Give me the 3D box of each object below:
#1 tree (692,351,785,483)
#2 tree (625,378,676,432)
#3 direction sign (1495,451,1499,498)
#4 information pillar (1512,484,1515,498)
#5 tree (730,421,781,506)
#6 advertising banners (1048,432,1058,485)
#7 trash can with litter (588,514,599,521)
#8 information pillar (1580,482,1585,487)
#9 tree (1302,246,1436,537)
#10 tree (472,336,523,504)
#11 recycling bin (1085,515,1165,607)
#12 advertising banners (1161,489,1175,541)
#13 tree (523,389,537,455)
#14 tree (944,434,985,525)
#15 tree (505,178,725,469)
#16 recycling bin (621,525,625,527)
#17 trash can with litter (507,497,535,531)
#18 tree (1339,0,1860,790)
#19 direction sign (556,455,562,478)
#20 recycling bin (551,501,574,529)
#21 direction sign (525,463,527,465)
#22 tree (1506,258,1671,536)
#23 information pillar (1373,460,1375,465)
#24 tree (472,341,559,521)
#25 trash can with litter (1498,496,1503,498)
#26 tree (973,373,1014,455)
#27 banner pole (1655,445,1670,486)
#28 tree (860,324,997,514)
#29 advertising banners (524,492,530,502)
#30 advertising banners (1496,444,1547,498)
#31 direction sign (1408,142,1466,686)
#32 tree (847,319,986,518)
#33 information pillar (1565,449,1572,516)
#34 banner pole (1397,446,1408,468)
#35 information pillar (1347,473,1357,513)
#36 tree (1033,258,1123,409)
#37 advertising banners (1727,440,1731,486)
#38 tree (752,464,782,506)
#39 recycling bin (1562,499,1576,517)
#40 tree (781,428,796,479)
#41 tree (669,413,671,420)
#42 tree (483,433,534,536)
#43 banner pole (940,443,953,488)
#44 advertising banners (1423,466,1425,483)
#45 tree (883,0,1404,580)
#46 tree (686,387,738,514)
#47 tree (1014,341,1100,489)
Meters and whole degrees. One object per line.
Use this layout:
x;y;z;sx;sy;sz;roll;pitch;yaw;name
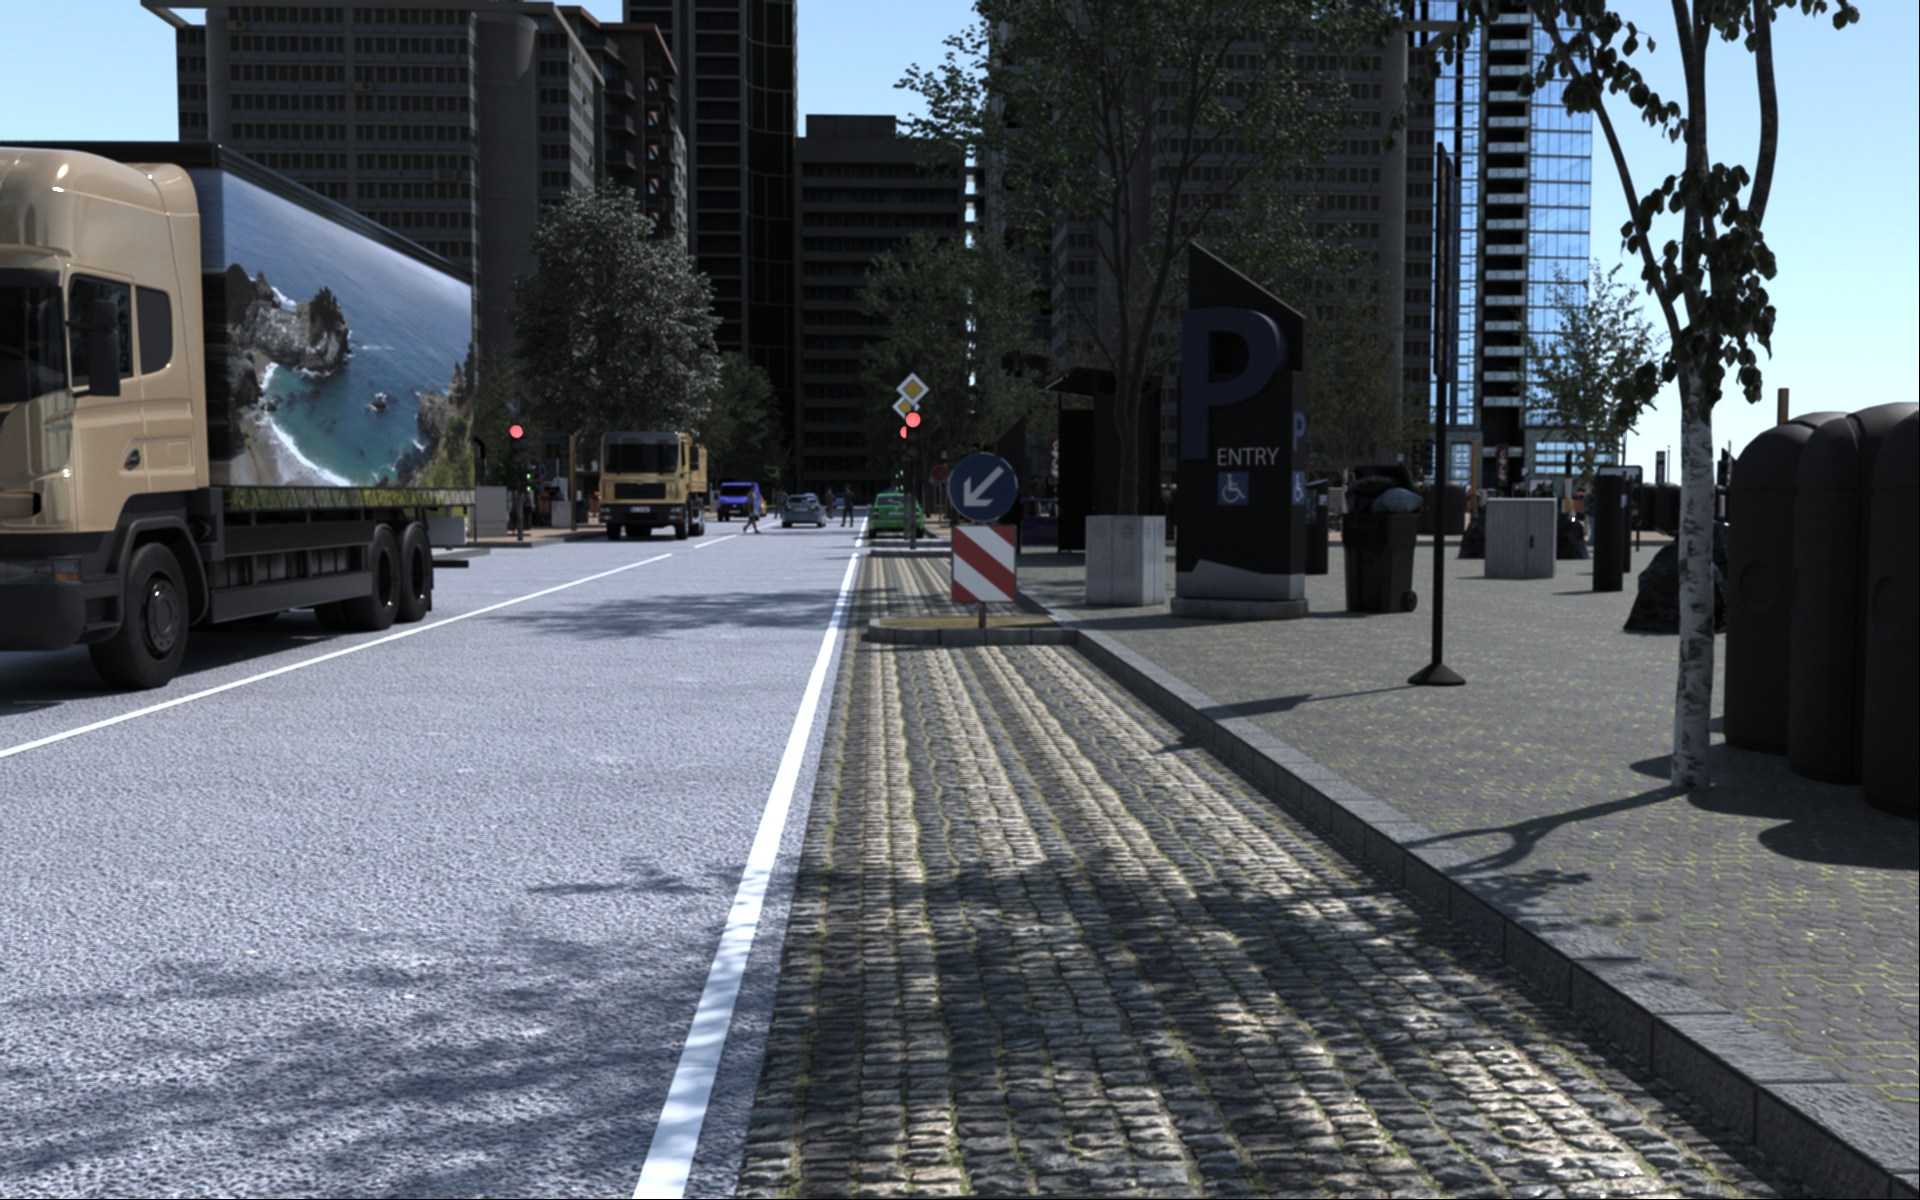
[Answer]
-17.717;-13.412;137.415;7.486;12.596;7.792;0;3;0;tree
-19.541;-9.616;107.590;4.360;8.622;3.978;0;3;0;tree
28.493;-6.098;91.701;0.379;3.537;0.876;0;4;-3;direction sign
39.211;-7.217;122.487;0.304;2.012;0.304;0;4;6;information pillar
-18.960;-12.524;155.122;4.360;8.622;3.978;0;3;0;tree
3.209;-3.198;48.471;0.090;3.025;2.074;-3;5;-42;advertising banners
-16.800;-4.407;83.109;1.678;1.210;2.233;-1;4;-10;trash can with litter
36.806;-5.985;102.344;0.304;2.012;0.304;0;4;6;information pillar
11.280;-6.187;51.519;4.737;8.622;4.395;0;3;0;tree
-22.511;-7.765;77.317;4.360;8.622;3.978;0;3;0;tree
1.920;-0.460;20.081;0.722;1.027;0.722;2;4;30;recycling bin
6.426;-3.164;47.918;2.074;3.025;0.090;-1;4;-13;advertising banners
-29.850;-10.064;114.914;4.360;8.622;3.978;0;3;0;tree
0.442;-3.743;55.797;1.663;3.219;1.824;0;3;0;tree
-13.752;-10.004;70.226;9.857;13.997;8.962;0;3;0;tree
-13.476;-3.401;68.167;0.722;1.027;0.722;1;4;9;recycling bin
-15.543;-3.030;60.934;1.055;1.170;0.624;-3;4;-37;trash can with litter
2.960;-3.483;7.317;4.360;8.622;3.978;0;3;0;tree
-23.505;-6.704;101.605;0.379;3.537;0.876;-3;4;-36;direction sign
-14.558;-3.125;63.645;0.722;1.027;0.722;-2;4;-31;recycling bin
-23.562;-6.172;92.903;0.876;3.537;0.379;2;4;24;direction sign
19.131;-6.297;53.318;4.737;8.622;4.395;0;3;0;tree
28.580;-7.852;119.731;0.183;3.616;0.504;0;4;-1;information pillar
-21.491;-8.101;82.821;4.737;8.622;4.395;0;3;0;tree
26.112;-4.403;83.044;2.233;1.210;1.678;2;4;33;trash can with litter
2.573;-9.271;101.943;4.737;8.622;4.395;0;3;0;tree
35.959;-6.026;88.544;0.863;3.779;0.401;0;4;8;banner pole
-2.009;-12.057;114.141;9.611;12.733;9.660;0;3;0;tree
-21.893;-5.572;87.294;0.090;3.025;2.074;0;4;-3;advertising banners
19.327;-3.886;59.719;0.090;3.025;2.074;-3;4;-36;advertising banners
3.233;-1.201;11.640;0.379;3.537;0.876;1;4;21;direction sign
-2.002;-9.658;92.316;7.601;10.594;8.767;1;4;20;tree
31.752;-6.058;90.403;0.183;3.616;0.504;-1;4;-11;information pillar
23.074;-6.132;90.268;0.863;3.779;0.401;-2;4;-24;banner pole
13.581;-3.388;59.879;0.304;2.012;0.304;-3;5;-42;information pillar
4.649;-6.225;52.149;4.360;8.622;3.978;0;3;0;tree
25.263;-3.695;56.602;0.090;3.025;2.074;2;4;35;advertising banners
-18.996;-11.326;168.891;4.285;4.588;4.351;0;3;0;tree
32.143;-4.822;91.391;0.722;1.027;0.722;3;5;44;recycling bin
-19.527;-14.215;182.772;4.360;8.622;3.978;0;3;0;tree
-17.191;-12.062;122.971;9.928;11.665;9.643;0;3;0;tree
-13.665;-3.574;53.033;1.663;3.219;1.824;0;3;0;tree
-0.590;-5.799;84.833;0.863;3.779;0.401;1;4;20;banner pole
28.512;-6.826;107.797;0.090;3.025;2.074;0;4;-8;advertising banners
2.546;-6.104;25.554;9.928;11.665;9.643;0;3;0;tree
-16.656;-10.009;114.002;4.737;8.622;4.395;0;3;0;tree
5.022;-8.156;83.705;4.737;8.622;4.395;0;3;0;tree
